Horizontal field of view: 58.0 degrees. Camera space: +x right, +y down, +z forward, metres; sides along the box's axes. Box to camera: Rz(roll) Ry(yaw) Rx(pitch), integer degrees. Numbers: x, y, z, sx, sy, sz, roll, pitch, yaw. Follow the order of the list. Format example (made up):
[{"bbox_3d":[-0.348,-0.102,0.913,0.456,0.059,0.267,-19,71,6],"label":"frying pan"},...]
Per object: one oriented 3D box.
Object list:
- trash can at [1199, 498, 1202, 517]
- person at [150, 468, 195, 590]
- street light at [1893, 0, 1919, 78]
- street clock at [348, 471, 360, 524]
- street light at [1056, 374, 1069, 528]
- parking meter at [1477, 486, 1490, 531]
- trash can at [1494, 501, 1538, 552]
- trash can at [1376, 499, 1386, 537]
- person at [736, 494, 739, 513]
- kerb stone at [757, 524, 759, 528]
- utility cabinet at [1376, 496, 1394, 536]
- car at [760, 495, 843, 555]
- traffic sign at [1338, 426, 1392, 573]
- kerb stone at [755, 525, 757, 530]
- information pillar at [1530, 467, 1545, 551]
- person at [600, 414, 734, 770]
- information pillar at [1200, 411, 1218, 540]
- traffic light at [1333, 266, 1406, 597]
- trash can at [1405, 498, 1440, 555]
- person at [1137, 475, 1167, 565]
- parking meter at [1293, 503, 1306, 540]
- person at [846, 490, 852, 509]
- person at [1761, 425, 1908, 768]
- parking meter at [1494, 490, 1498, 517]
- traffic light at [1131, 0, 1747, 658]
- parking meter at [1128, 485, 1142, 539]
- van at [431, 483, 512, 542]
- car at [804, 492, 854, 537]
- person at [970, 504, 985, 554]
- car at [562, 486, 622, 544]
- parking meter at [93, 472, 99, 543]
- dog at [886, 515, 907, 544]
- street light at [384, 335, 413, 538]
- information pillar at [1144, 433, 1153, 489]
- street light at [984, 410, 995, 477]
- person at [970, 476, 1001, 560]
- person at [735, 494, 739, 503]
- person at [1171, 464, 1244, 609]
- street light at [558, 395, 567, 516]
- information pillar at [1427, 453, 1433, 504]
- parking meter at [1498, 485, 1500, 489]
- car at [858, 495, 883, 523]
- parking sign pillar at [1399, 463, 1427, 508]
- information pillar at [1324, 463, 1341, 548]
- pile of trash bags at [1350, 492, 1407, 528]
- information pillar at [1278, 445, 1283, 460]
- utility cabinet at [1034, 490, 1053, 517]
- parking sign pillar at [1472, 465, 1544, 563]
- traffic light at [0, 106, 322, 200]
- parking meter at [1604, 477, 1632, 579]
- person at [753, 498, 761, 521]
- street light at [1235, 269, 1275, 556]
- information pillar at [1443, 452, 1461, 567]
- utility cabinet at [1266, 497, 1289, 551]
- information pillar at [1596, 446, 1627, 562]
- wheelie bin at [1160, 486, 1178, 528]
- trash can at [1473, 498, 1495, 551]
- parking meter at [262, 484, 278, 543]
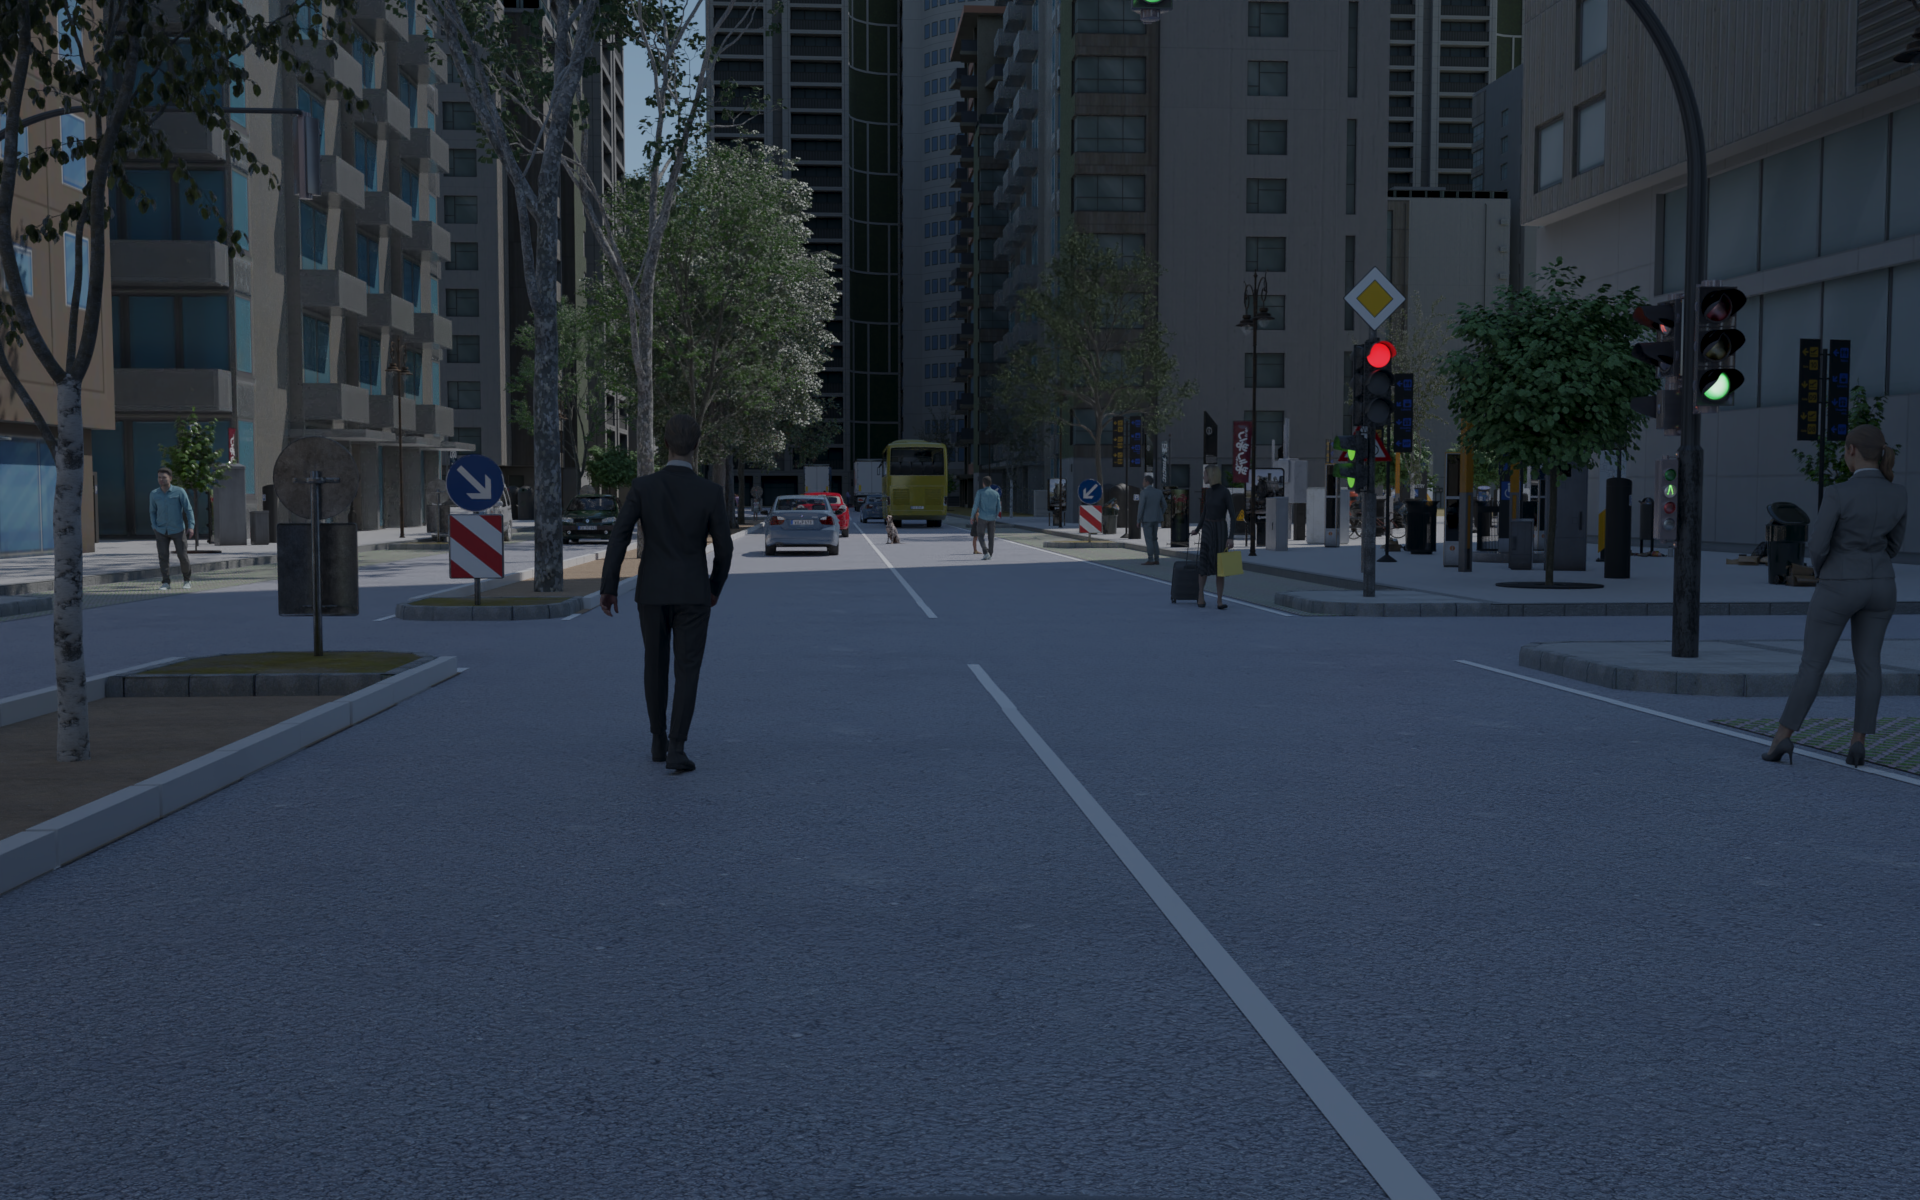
[{"bbox_3d":[9.238,-3.232,64.494,0.748,1.137,0.748,0,3,0],"label":"trash can"},{"bbox_3d":[-11.773,-1.065,25.924,0.660,1.820,0.620,-1,4,-8],"label":"person"},{"bbox_3d":[7.836,-2.482,13.361,0.468,5.910,1.993,0,4,-4],"label":"street light"},{"bbox_3d":[-17.372,-2.747,49.487,0.471,2.002,0.358,2,4,27],"label":"street clock"},{"bbox_3d":[3.833,-5.692,65.851,0.468,5.910,1.993,0,4,-4],"label":"street light"},{"bbox_3d":[15.859,-2.694,52.455,0.372,1.533,0.369,0,3,0],"label":"parking meter"},{"bbox_3d":[11.518,-1.471,35.700,0.748,1.137,0.748,0,3,0],"label":"trash can"},{"bbox_3d":[12.453,-2.472,52.073,0.748,1.137,0.748,0,3,0],"label":"trash can"},{"bbox_3d":[-16.759,-7.236,130.032,0.599,1.433,0.991,0,4,-4],"label":"person"},{"bbox_3d":[-8.197,-2.863,69.003,0.120,0.150,1.000,0,4,-4],"label":"kerb stone"},{"bbox_3d":[13.086,-2.620,53.999,0.306,1.237,1.020,-1,4,-23],"label":"utility cabinet"},{"bbox_3d":[-3.818,-1.820,41.761,2.014,1.417,4.499,0,4,-5],"label":"car"},{"bbox_3d":[6.574,-1.724,28.199,0.884,2.594,0.081,0,4,-2],"label":"traffic sign"},{"bbox_3d":[-8.035,-2.738,66.961,0.120,0.150,1.000,0,4,-4],"label":"kerb stone"},{"bbox_3d":[13.047,-2.111,39.010,0.304,2.012,0.304,-2,4,-23],"label":"information pillar"},{"bbox_3d":[-1.512,-0.051,9.115,0.659,1.850,0.755,0,4,-2],"label":"person"},{"bbox_3d":[7.036,-3.512,48.780,0.504,3.616,0.183,-3,4,-36],"label":"information pillar"},{"bbox_3d":[5.093,-1.994,21.529,0.839,4.253,0.868,0,4,-4],"label":"traffic light"},{"bbox_3d":[9.832,-1.542,36.860,0.748,1.137,0.748,0,3,0],"label":"trash can"},{"bbox_3d":[3.835,-1.601,34.783,0.635,1.810,0.391,-3,5,-41],"label":"person"},{"bbox_3d":[9.406,-2.584,47.958,0.255,1.863,0.399,0,4,-6],"label":"parking meter"},{"bbox_3d":[-10.910,-9.932,170.754,0.599,1.838,0.709,-1,4,-14],"label":"person"},{"bbox_3d":[4.621,-0.022,9.140,0.520,1.790,0.573,-1,4,-23],"label":"person"},{"bbox_3d":[30.647,-5.532,98.856,0.372,1.533,0.369,0,3,0],"label":"parking meter"},{"bbox_3d":[3.611,-2.361,13.269,4.771,5.953,1.251,0,4,-4],"label":"traffic light"},{"bbox_3d":[4.979,-2.502,49.322,0.372,1.533,0.369,0,3,0],"label":"parking meter"},{"bbox_3d":[-14.271,-2.670,50.674,2.013,2.044,4.112,0,4,-3],"label":"van"},{"bbox_3d":[-4.668,-3.033,58.634,2.155,1.783,4.494,0,4,-4],"label":"car"},{"bbox_3d":[0.425,-1.725,41.373,0.373,1.253,0.362,0,4,-6],"label":"person"},{"bbox_3d":[-10.726,-2.510,50.831,2.009,1.686,4.222,0,4,-6],"label":"car"},{"bbox_3d":[-22.681,-2.416,45.219,0.255,1.863,0.399,-1,4,-15],"label":"parking meter"},{"bbox_3d":[-1.825,-2.021,49.884,0.800,0.831,0.513,-1,4,-22],"label":"dog"},{"bbox_3d":[-16.331,-4.755,50.533,0.468,5.910,1.993,0,4,-4],"label":"street light"},{"bbox_3d":[7.299,-4.629,67.037,0.183,3.616,0.504,3,5,41],"label":"information pillar"},{"bbox_3d":[1.638,-7.525,95.819,0.468,5.910,1.993,0,4,-4],"label":"street light"},{"bbox_3d":[0.584,-1.787,37.743,0.660,1.820,0.620,-2,4,-26],"label":"person"},{"bbox_3d":[-15.098,-6.492,117.882,0.697,1.427,0.421,0,4,7],"label":"person"},{"bbox_3d":[3.142,-0.813,22.016,0.699,1.804,1.509,0,4,-2],"label":"person"},{"bbox_3d":[-18.664,-6.629,81.165,0.468,5.910,1.993,0,4,-4],"label":"street light"},{"bbox_3d":[26.651,-6.538,98.248,0.504,3.616,0.183,-3,5,-39],"label":"information pillar"},{"bbox_3d":[30.051,-5.525,96.044,0.399,1.863,0.255,-2,4,-23],"label":"parking meter"},{"bbox_3d":[-4.057,-4.548,86.356,2.014,1.417,4.499,0,4,-6],"label":"car"},{"bbox_3d":[22.162,-5.886,84.705,1.447,3.967,1.447,-1,4,-11],"label":"parking sign pillar"},{"bbox_3d":[8.937,-2.266,41.537,0.304,2.012,0.304,2,4,29],"label":"information pillar"},{"bbox_3d":[15.670,-3.445,66.071,1.912,1.369,3.447,-1,4,-20],"label":"pile of trash bags"},{"bbox_3d":[13.956,-5.101,74.758,0.504,3.616,0.183,0,4,6],"label":"information pillar"},{"bbox_3d":[4.693,-5.335,95.899,1.173,1.500,0.318,-1,4,-16],"label":"utility cabinet"},{"bbox_3d":[10.431,-2.706,32.718,1.447,3.967,1.447,1,4,19],"label":"parking sign pillar"},{"bbox_3d":[-9.990,-2.798,20.421,4.771,5.953,1.251,0,4,-4],"label":"traffic light"},{"bbox_3d":[10.016,-1.098,26.357,0.372,1.533,0.369,0,3,0],"label":"parking meter"},{"bbox_3d":[-10.590,-4.705,90.448,0.505,1.210,0.382,1,4,16],"label":"person"},{"bbox_3d":[6.068,-3.850,35.736,0.468,5.910,1.993,0,4,-4],"label":"street light"},{"bbox_3d":[8.648,-1.583,30.373,0.304,2.012,0.304,1,4,16],"label":"information pillar"},{"bbox_3d":[7.198,-1.726,39.379,0.306,1.237,1.020,0,4,-3],"label":"utility cabinet"},{"bbox_3d":[12.297,-2.526,32.653,0.504,3.616,0.183,1,4,19],"label":"information pillar"},{"bbox_3d":[7.928,-3.502,65.171,0.980,1.594,0.693,3,5,39],"label":"wheelie bin"},{"bbox_3d":[11.439,-1.567,37.273,0.748,1.137,0.748,0,3,0],"label":"trash can"},{"bbox_3d":[-18.076,-2.262,45.399,0.372,1.533,0.369,0,3,0],"label":"parking meter"}]
